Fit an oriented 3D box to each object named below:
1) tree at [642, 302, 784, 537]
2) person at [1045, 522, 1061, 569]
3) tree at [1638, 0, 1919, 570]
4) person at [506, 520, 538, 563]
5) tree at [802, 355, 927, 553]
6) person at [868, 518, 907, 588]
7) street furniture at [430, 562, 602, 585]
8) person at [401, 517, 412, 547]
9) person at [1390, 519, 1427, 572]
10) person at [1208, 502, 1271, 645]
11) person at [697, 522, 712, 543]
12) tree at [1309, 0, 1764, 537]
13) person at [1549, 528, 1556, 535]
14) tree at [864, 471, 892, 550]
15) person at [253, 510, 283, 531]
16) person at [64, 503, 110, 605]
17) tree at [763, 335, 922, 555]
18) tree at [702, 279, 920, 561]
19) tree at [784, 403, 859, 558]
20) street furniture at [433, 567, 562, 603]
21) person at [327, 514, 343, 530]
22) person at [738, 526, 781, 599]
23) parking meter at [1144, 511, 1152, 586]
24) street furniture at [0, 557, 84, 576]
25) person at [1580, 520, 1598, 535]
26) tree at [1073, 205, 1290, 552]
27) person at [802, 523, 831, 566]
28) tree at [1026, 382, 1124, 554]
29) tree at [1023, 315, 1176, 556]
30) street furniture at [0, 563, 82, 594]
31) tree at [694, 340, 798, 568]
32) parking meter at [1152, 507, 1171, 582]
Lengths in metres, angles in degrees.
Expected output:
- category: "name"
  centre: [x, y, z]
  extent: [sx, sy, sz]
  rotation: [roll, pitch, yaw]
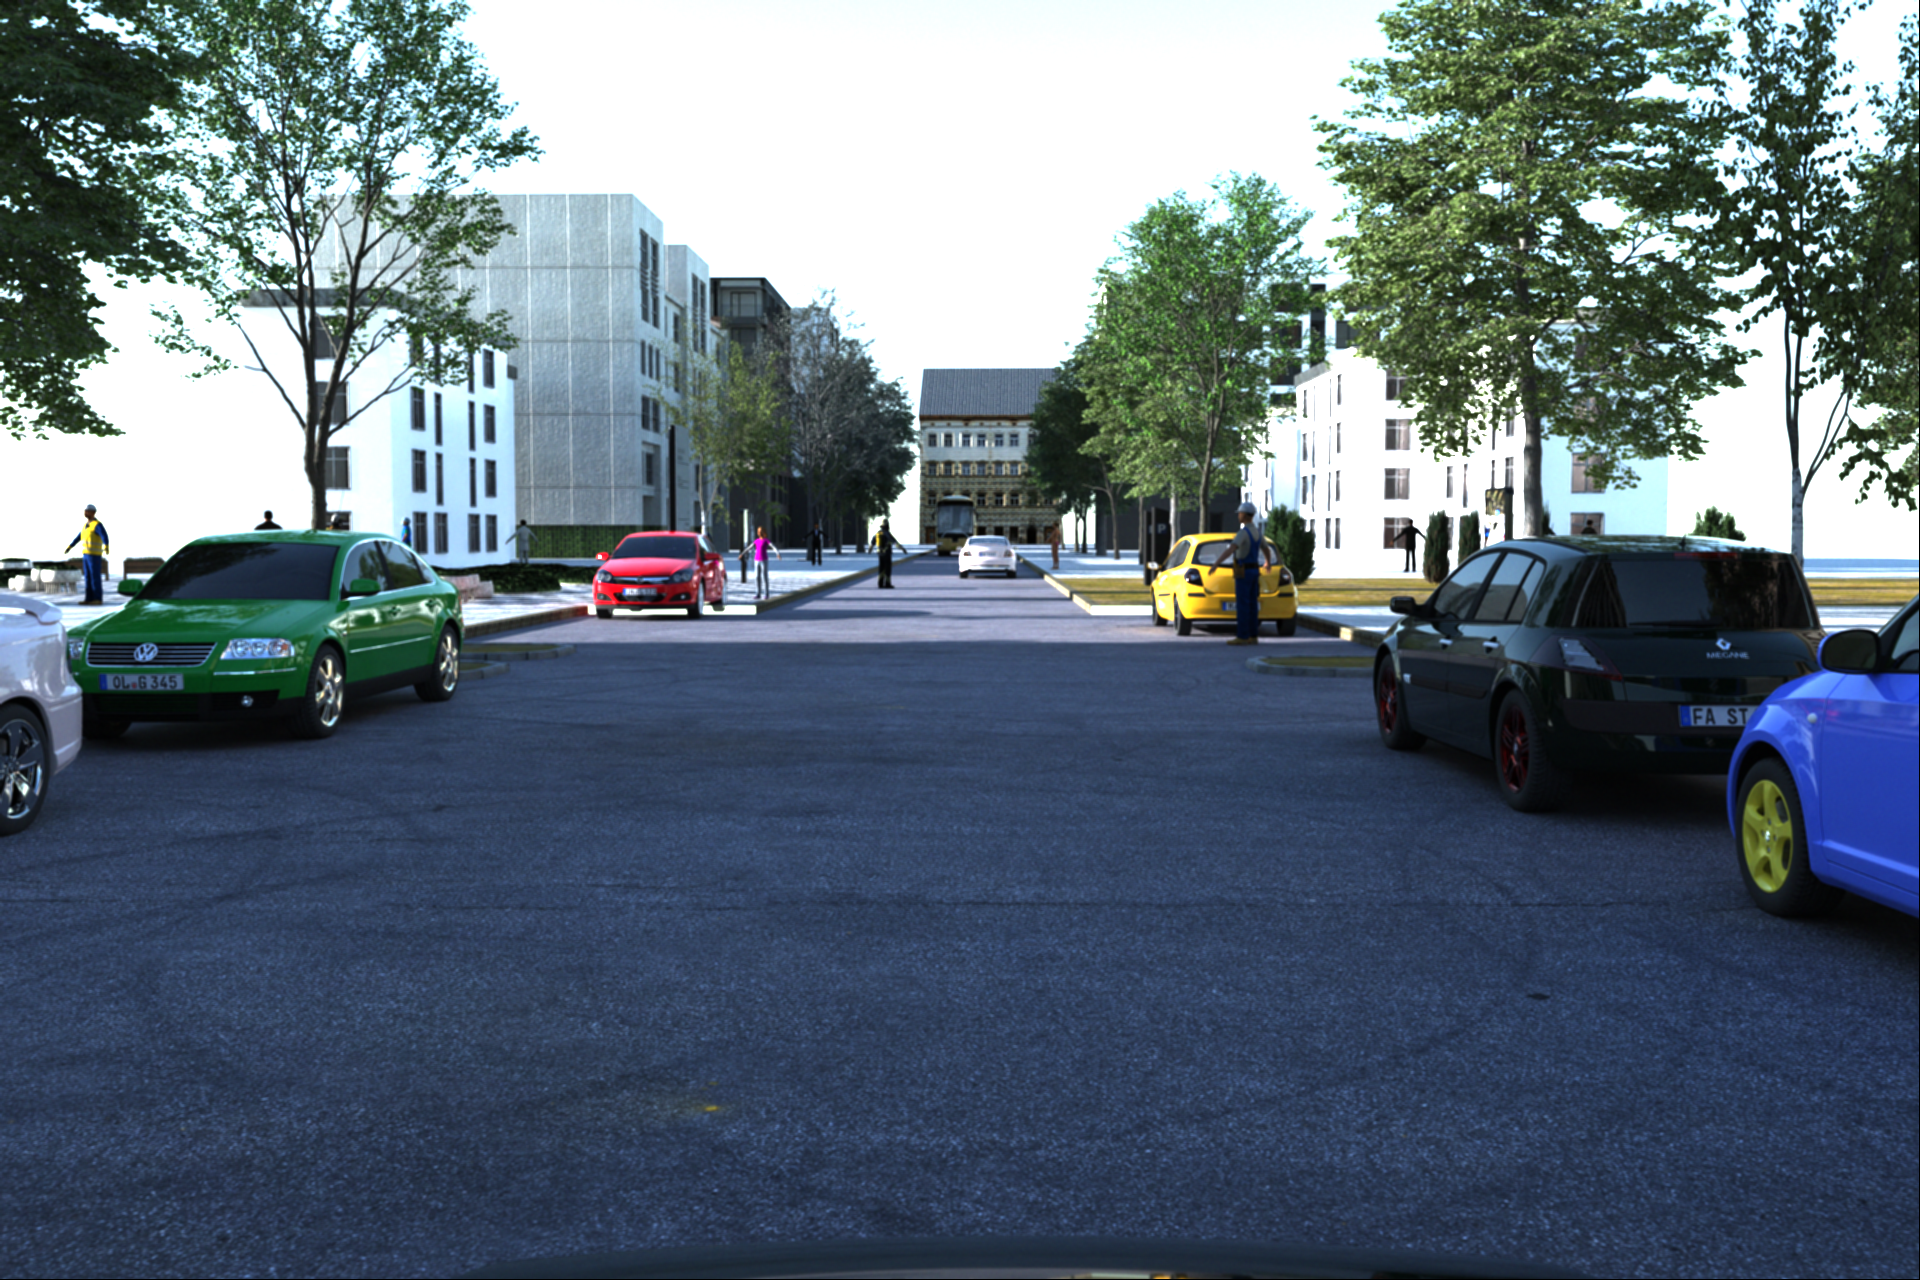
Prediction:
- category: "tree"
  centre: [-8.487, -6.451, 55.832]
  extent: [4.360, 8.622, 3.978]
  rotation: [0, 3, 0]
- category: "person"
  centre: [3.396, -3.439, 63.030]
  extent: [0.721, 1.733, 1.217]
  rotation: [2, 4, 29]
- category: "tree"
  centre: [9.754, -4.229, 19.509]
  extent: [4.737, 8.622, 4.395]
  rotation: [0, 3, 0]
- category: "person"
  centre: [-16.062, -3.515, 63.656]
  extent: [0.705, 1.806, 1.347]
  rotation: [3, 5, 44]
- category: "tree"
  centre: [-6.902, -13.041, 119.877]
  extent: [9.857, 13.997, 8.962]
  rotation: [0, 3, 0]
- category: "person"
  centre: [-1.964, -2.297, 45.788]
  extent: [1.354, 1.856, 0.705]
  rotation: [3, 5, 40]
- category: "street furniture"
  centre: [-11.681, -1.941, 47.368]
  extent: [10.072, 0.657, 5.734]
  rotation: [2, 4, 32]
- category: "person"
  centre: [-17.855, -3.036, 55.763]
  extent: [0.704, 1.817, 1.347]
  rotation: [-1, 4, -12]
- category: "person"
  centre: [15.210, -3.196, 58.476]
  extent: [1.346, 1.802, 0.704]
  rotation: [0, 4, -5]
- category: "person"
  centre: [3.691, -0.864, 22.438]
  extent: [0.705, 1.847, 1.347]
  rotation: [3, 5, 43]
- category: "person"
  centre: [-10.443, -3.875, 69.823]
  extent: [0.721, 1.772, 1.216]
  rotation: [3, 5, 40]
- category: "tree"
  centre: [9.519, -6.835, 29.876]
  extent: [7.486, 12.596, 7.792]
  rotation: [0, 3, 0]
- category: "person"
  centre: [18.487, -2.994, 54.883]
  extent: [1.347, 1.837, 0.705]
  rotation: [3, 5, 41]
- category: "tree"
  centre: [-6.992, -11.196, 133.418]
  extent: [4.360, 8.622, 3.978]
  rotation: [0, 3, 0]
- category: "person"
  centre: [-15.502, -2.001, 38.849]
  extent: [1.346, 1.812, 0.704]
  rotation: [-2, 4, -29]
- category: "person"
  centre: [-15.733, -1.551, 31.331]
  extent: [1.349, 1.833, 0.705]
  rotation: [2, 4, 33]
- category: "tree"
  centre: [-7.467, -12.008, 106.700]
  extent: [12.009, 13.543, 11.850]
  rotation: [0, 3, 0]
- category: "tree"
  centre: [-7.054, -10.538, 82.668]
  extent: [12.009, 13.543, 11.850]
  rotation: [0, 3, 0]
- category: "tree"
  centre: [-7.458, -8.727, 93.052]
  extent: [4.360, 8.622, 3.978]
  rotation: [0, 3, 0]
- category: "street furniture"
  centre: [-11.616, -1.252, 36.091]
  extent: [5.734, 0.657, 10.072]
  rotation: [0, 4, -1]
- category: "person"
  centre: [-18.019, -2.716, 50.178]
  extent: [0.705, 1.858, 1.354]
  rotation: [0, 4, -1]
- category: "person"
  centre: [-3.940, -1.522, 34.156]
  extent: [0.991, 1.433, 0.599]
  rotation: [2, 4, 26]
- category: "parking meter"
  centre: [4.789, -2.290, 43.148]
  extent: [0.399, 1.863, 0.255]
  rotation: [0, 4, -1]
- category: "street furniture"
  centre: [-29.141, -2.177, 51.227]
  extent: [5.734, 0.657, 10.072]
  rotation: [-1, 4, -13]
- category: "person"
  centre: [23.009, -3.490, 63.242]
  extent: [0.705, 1.806, 1.347]
  rotation: [-1, 4, -22]
- category: "tree"
  centre: [7.593, -8.689, 60.189]
  extent: [7.486, 12.596, 7.792]
  rotation: [0, 3, 0]
- category: "person"
  centre: [-5.837, -3.899, 70.463]
  extent: [1.216, 1.740, 0.721]
  rotation: [0, 4, -2]
- category: "tree"
  centre: [8.078, -11.460, 113.122]
  extent: [9.928, 11.665, 9.643]
  rotation: [0, 3, 0]
- category: "tree"
  centre: [8.192, -11.876, 100.833]
  extent: [9.857, 13.997, 8.962]
  rotation: [0, 3, 0]
- category: "street furniture"
  centre: [-23.291, -1.455, 39.410]
  extent: [5.734, 0.657, 10.072]
  rotation: [-2, 4, -35]
- category: "tree"
  centre: [-7.893, -7.025, 65.223]
  extent: [4.737, 8.622, 4.395]
  rotation: [0, 3, 0]
- category: "parking meter"
  centre: [4.339, -1.932, 37.302]
  extent: [0.399, 1.863, 0.255]
  rotation: [0, 4, -1]
